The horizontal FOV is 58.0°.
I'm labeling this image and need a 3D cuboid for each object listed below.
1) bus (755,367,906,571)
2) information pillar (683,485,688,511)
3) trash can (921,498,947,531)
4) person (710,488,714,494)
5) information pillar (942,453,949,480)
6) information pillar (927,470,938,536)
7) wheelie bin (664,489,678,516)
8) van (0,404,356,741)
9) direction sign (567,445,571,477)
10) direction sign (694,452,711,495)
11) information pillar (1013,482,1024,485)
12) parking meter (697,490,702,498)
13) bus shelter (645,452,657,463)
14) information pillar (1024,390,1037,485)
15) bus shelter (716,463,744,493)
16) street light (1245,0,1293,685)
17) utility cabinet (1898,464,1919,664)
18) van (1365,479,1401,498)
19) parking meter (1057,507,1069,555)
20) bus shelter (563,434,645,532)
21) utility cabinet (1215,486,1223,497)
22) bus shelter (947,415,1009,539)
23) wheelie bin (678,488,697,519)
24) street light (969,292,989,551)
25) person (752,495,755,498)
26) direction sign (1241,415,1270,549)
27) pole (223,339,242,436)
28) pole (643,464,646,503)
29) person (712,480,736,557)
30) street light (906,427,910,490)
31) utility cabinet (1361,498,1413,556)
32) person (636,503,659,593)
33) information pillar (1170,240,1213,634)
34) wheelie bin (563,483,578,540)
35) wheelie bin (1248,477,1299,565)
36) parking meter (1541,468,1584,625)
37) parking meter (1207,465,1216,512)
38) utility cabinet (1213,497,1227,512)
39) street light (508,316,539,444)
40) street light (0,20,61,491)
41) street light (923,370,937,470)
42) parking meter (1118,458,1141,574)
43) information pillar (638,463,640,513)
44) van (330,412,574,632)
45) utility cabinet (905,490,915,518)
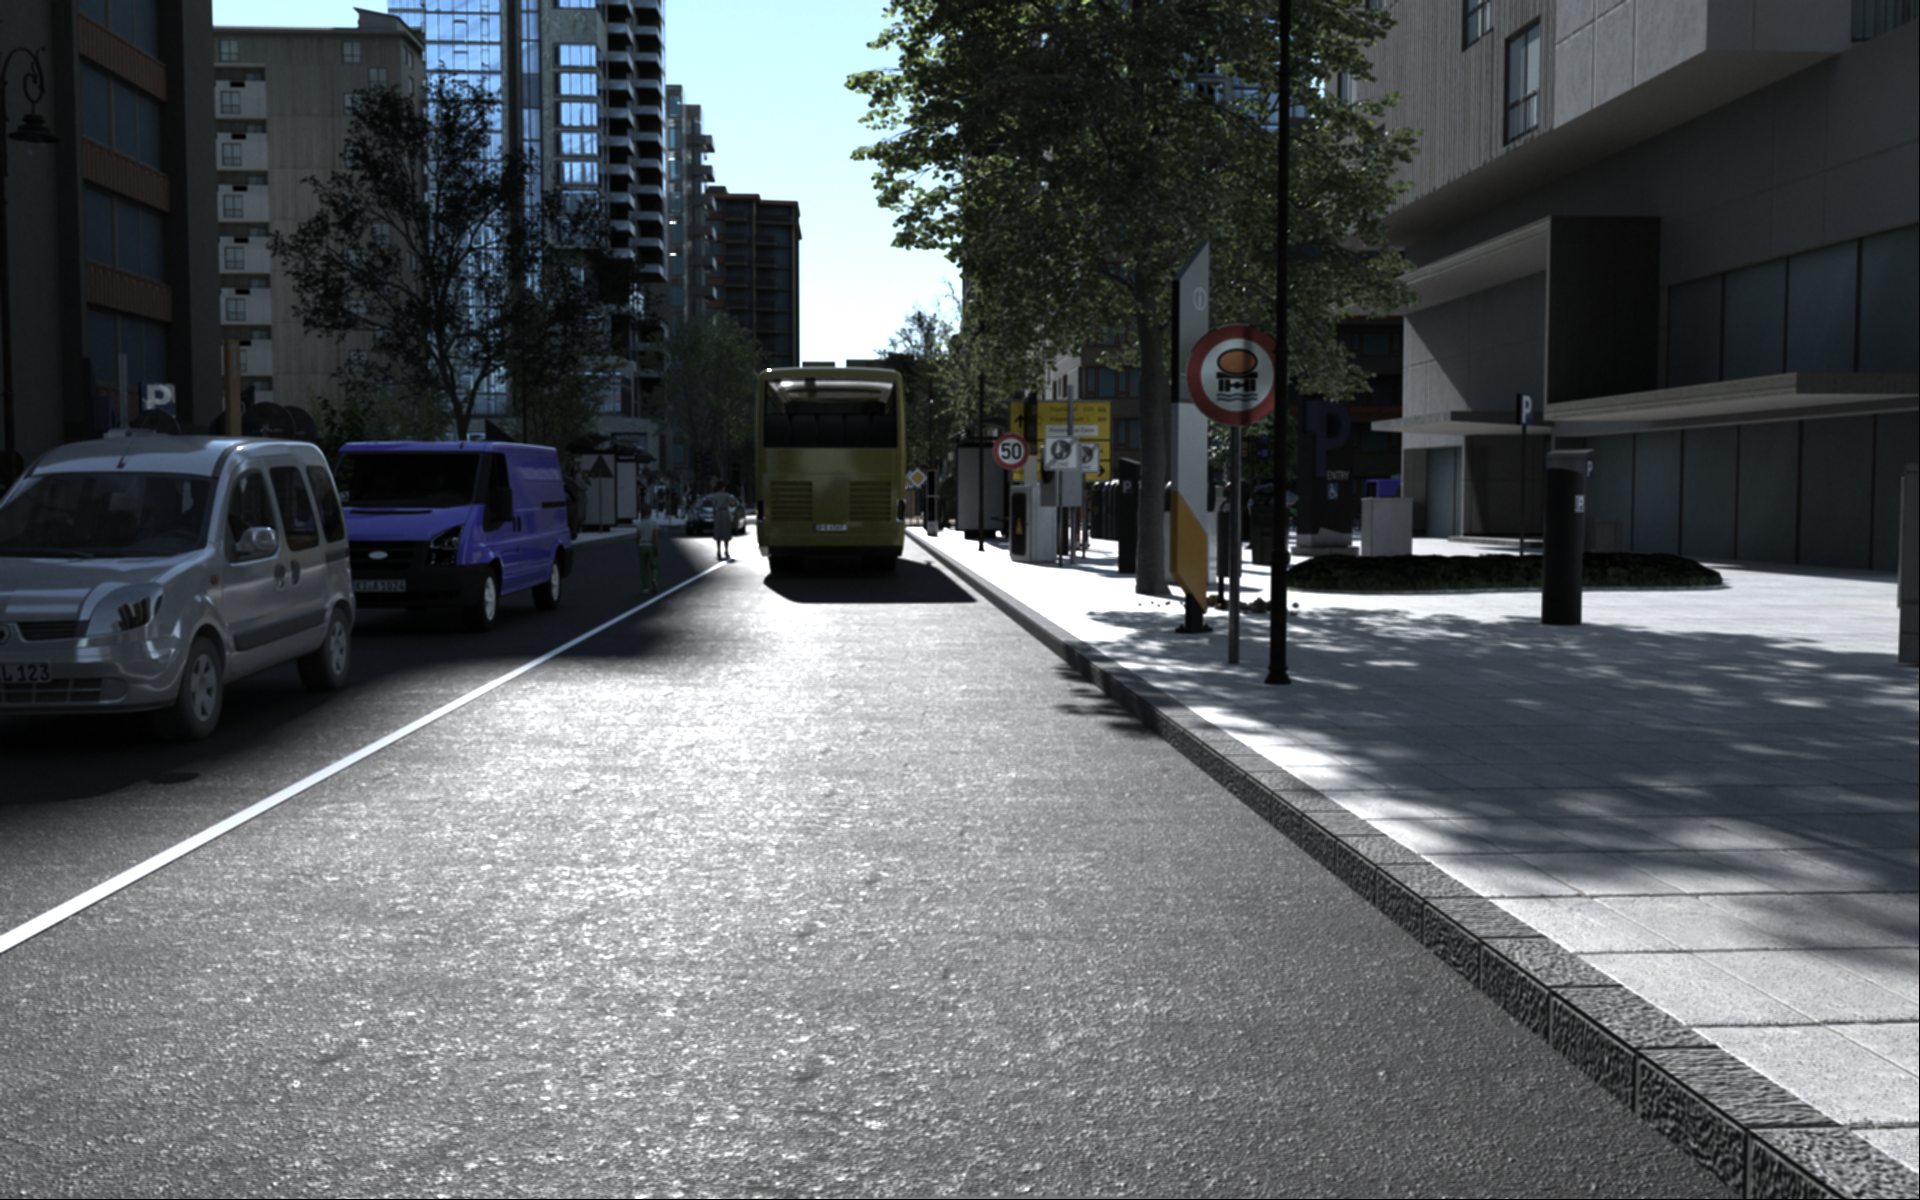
[{"bbox_3d":[-2.553,-2.658,35.013,2.896,3.916,12.252,0,4,-4],"label":"bus"},{"bbox_3d":[-21.139,-7.870,133.171,0.304,2.012,0.304,-2,4,-31],"label":"information pillar"},{"bbox_3d":[-0.958,-2.923,59.444,0.748,1.137,0.748,0,3,0],"label":"trash can"},{"bbox_3d":[-10.392,-3.862,72.646,0.512,1.701,0.522,2,4,23],"label":"person"},{"bbox_3d":[-0.828,-6.565,98.691,0.183,3.616,0.504,-3,5,-39],"label":"information pillar"},{"bbox_3d":[-0.837,-2.942,52.587,0.304,2.012,0.304,1,4,11],"label":"information pillar"},{"bbox_3d":[-17.237,-5.859,103.703,0.693,1.594,0.980,3,4,38],"label":"wheelie bin"},{"bbox_3d":[-5.296,-0.264,11.326,2.013,2.044,4.112,0,4,-3],"label":"van"},{"bbox_3d":[-17.259,-5.217,77.301,0.876,3.537,0.379,3,5,43],"label":"direction sign"},{"bbox_3d":[-13.964,-6.244,94.082,0.876,3.537,0.379,0,4,-5],"label":"direction sign"},{"bbox_3d":[1.528,-2.440,44.380,0.304,2.012,0.304,2,4,35],"label":"information pillar"},{"bbox_3d":[-17.694,-6.692,117.824,0.372,1.533,0.369,0,3,0],"label":"parking meter"},{"bbox_3d":[-14.533,-4.996,75.613,2.014,3.302,5.546,0,4,-3],"label":"bus shelter"},{"bbox_3d":[1.508,-2.784,36.870,0.183,3.616,0.504,2,4,29],"label":"information pillar"},{"bbox_3d":[-17.703,-8.711,133.709,1.731,3.624,6.357,0,4,-3],"label":"bus shelter"},{"bbox_3d":[2.154,-2.372,11.564,0.468,5.910,1.993,0,4,-3],"label":"street light"},{"bbox_3d":[7.455,-0.234,12.507,0.318,1.500,1.173,-2,4,-29],"label":"utility cabinet"},{"bbox_3d":[19.370,-4.089,71.246,5.245,2.365,2.240,0,4,-4],"label":"van"},{"bbox_3d":[2.122,-1.729,36.687,0.372,1.533,0.369,0,3,0],"label":"parking meter"},{"bbox_3d":[-12.529,-4.100,60.952,2.014,3.302,5.546,0,4,-4],"label":"bus shelter"},{"bbox_3d":[6.339,-2.250,45.471,1.173,1.500,0.318,-2,4,-25],"label":"utility cabinet"},{"bbox_3d":[0.800,-3.269,47.378,2.014,3.302,5.546,0,4,-3],"label":"bus shelter"},{"bbox_3d":[-14.085,-5.049,90.462,0.693,1.594,0.980,-2,4,-28],"label":"wheelie bin"},{"bbox_3d":[0.476,-4.027,38.637,0.468,5.910,1.993,0,4,-3],"label":"street light"},{"bbox_3d":[-27.551,-13.413,227.880,0.705,1.814,1.350,3,4,37],"label":"person"},{"bbox_3d":[6.791,-2.952,40.259,0.876,3.537,0.379,3,5,40],"label":"direction sign"},{"bbox_3d":[-9.595,-1.778,22.906,0.158,3.312,0.155,0,3,0],"label":"pole"},{"bbox_3d":[-21.582,-7.625,118.518,0.158,3.312,0.155,0,3,0],"label":"pole"},{"bbox_3d":[-5.360,-1.855,39.391,0.480,1.755,0.524,1,4,8],"label":"person"},{"bbox_3d":[-2.848,-7.426,94.210,0.468,5.910,1.993,0,4,-3],"label":"street light"},{"bbox_3d":[7.802,-1.254,31.672,1.020,1.237,0.306,-2,4,-30],"label":"utility cabinet"},{"bbox_3d":[-4.489,-0.745,24.930,0.306,1.304,0.590,-1,4,-20],"label":"person"},{"bbox_3d":[2.115,-1.501,15.895,0.183,3.616,0.504,3,5,42],"label":"information pillar"},{"bbox_3d":[-11.051,-2.470,48.299,0.693,1.594,0.980,-2,4,-27],"label":"wheelie bin"},{"bbox_3d":[5.673,-1.445,31.526,0.980,1.594,0.693,2,4,25],"label":"wheelie bin"},{"bbox_3d":[5.936,-0.529,17.052,0.372,1.533,0.369,0,3,0],"label":"parking meter"},{"bbox_3d":[4.324,-1.531,30.746,0.399,1.863,0.255,0,4,3],"label":"parking meter"},{"bbox_3d":[4.731,-1.406,34.148,1.020,1.237,0.306,-1,4,-20],"label":"utility cabinet"},{"bbox_3d":[-10.772,-4.286,42.869,0.468,5.910,1.993,0,4,-3],"label":"street light"},{"bbox_3d":[-9.145,-2.680,16.598,0.468,5.910,1.993,0,4,-3],"label":"street light"},{"bbox_3d":[-1.111,-5.632,64.864,0.468,5.910,1.993,0,4,-3],"label":"street light"},{"bbox_3d":[2.780,-1.362,27.975,0.399,1.863,0.255,3,5,40],"label":"parking meter"},{"bbox_3d":[-22.142,-7.817,119.161,0.183,3.616,0.504,-1,4,-13],"label":"information pillar"},{"bbox_3d":[-5.873,-0.941,19.770,2.240,2.365,5.245,0,4,-2],"label":"van"},{"bbox_3d":[-2.947,-5.147,92.837,1.173,1.500,0.318,-3,5,-42],"label":"utility cabinet"}]
